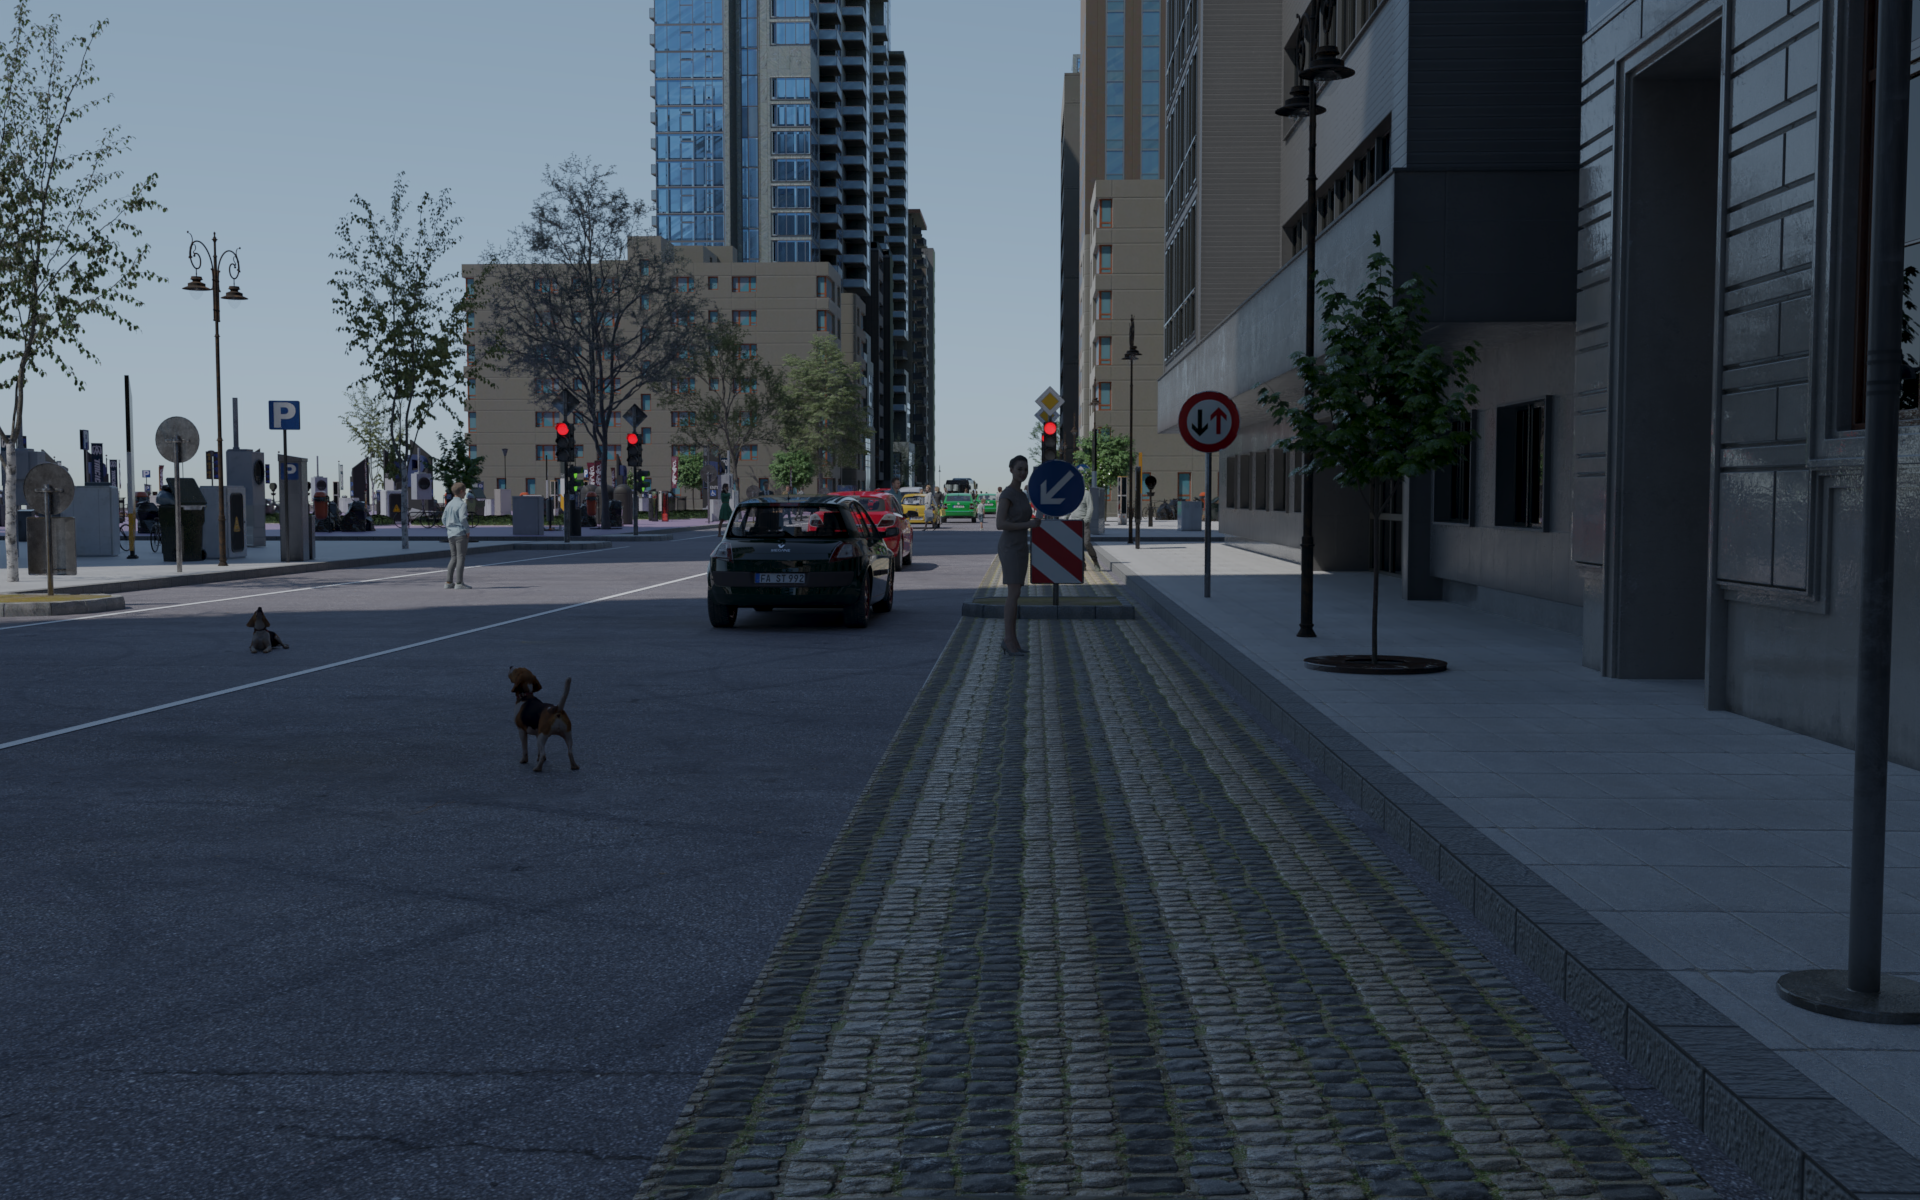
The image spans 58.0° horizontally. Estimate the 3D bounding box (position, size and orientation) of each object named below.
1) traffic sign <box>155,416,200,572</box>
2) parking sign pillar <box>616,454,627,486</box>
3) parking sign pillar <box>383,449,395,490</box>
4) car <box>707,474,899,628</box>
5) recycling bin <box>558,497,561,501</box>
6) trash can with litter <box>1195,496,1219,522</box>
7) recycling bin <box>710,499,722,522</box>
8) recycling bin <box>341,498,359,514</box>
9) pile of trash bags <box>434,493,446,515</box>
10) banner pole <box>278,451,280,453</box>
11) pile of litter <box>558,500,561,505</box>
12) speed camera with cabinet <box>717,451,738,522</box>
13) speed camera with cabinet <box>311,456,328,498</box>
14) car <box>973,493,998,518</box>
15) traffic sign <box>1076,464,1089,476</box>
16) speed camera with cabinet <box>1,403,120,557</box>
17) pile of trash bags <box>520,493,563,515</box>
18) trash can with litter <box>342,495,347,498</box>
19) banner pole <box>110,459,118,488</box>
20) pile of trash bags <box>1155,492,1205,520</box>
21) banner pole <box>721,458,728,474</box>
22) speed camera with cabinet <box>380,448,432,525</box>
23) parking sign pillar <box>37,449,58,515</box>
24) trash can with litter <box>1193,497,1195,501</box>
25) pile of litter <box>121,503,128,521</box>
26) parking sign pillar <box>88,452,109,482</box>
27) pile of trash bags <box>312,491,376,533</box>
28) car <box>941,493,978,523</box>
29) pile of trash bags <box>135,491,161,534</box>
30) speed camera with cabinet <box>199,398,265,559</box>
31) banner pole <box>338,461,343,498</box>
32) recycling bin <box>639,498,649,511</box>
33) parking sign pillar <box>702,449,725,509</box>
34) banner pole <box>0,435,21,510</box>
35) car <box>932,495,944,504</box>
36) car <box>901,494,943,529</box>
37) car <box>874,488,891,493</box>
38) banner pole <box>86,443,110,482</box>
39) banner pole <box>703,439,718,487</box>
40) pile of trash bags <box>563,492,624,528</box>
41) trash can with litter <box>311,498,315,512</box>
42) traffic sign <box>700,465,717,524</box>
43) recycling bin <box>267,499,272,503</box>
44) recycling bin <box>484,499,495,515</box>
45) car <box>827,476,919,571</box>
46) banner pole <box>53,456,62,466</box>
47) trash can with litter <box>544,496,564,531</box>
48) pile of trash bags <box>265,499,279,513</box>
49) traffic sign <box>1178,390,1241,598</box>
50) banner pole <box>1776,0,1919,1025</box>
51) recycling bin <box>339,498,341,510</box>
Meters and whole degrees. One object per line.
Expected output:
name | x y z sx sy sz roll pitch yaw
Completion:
traffic sign | -12.801 -1.726 28.331 0.768 2.556 0.104 0 4 6
parking sign pillar | -22.786 -7.843 116.711 1.447 3.967 1.447 0 4 2
parking sign pillar | -33.853 -7.049 103.718 1.447 3.967 1.447 2 4 33
car | -1.750 -0.622 19.953 2.009 1.686 4.222 0 4 3
recycling bin | -29.490 -7.102 128.669 0.722 1.027 0.722 -2 4 -26
trash can with litter | 11.679 -4.233 80.604 1.055 1.170 0.624 -2 4 -24
recycling bin | -11.342 -4.209 81.369 0.722 1.027 0.722 -1 4 -19
recycling bin | -39.676 -6.140 112.945 0.722 1.027 0.722 0 4 6
pile of trash bags | -28.938 -5.345 97.135 1.912 1.369 3.447 -1 4 -8
banner pole | -39.337 -6.772 100.745 0.863 3.779 0.401 -2 4 -31
pile of litter | -27.300 -6.352 117.824 1.719 0.858 1.176 0 4 4
speed camera with cabinet | -10.657 -5.211 79.528 0.660 3.252 2.038 0 4 4
speed camera with cabinet | -33.625 -5.795 89.076 2.038 3.252 0.660 -3 5 -42
car | 1.702 -5.864 104.673 1.959 1.807 4.718 0 4 1
traffic sign | 5.202 -4.503 73.730 0.768 2.556 0.104 0 4 4
speed camera with cabinet | -18.352 -2.509 35.356 2.038 3.252 0.660 -1 4 -12
pile of trash bags | -24.148 -5.586 101.080 3.447 1.369 1.912 1 4 15
trash can with litter | -44.855 -7.076 126.755 2.233 1.210 1.678 2 4 30
banner pole | -53.836 -7.329 109.846 0.863 3.779 0.401 -3 4 -39
pile of trash bags | 11.259 -4.641 85.637 1.912 1.369 3.447 3 5 43
banner pole | -14.428 -7.033 105.009 0.863 3.779 0.401 0 4 7
speed camera with cabinet | -23.465 -4.834 73.367 2.038 3.252 0.660 -3 5 -42
parking sign pillar | -54.660 -7.056 103.837 1.447 3.967 1.447 2 4 26
trash can with litter | 11.461 -4.300 81.698 1.055 1.170 0.624 0 4 -3
pile of litter | -39.863 -4.133 81.537 1.176 0.858 1.719 2 4 26
parking sign pillar | -52.897 -7.200 106.184 1.447 3.967 1.447 2 4 31
pile of trash bags | -21.111 -2.989 58.620 1.912 1.369 3.447 0 4 -2
car | -0.058 -4.796 87.219 1.959 1.807 4.718 0 4 0
pile of trash bags | -26.248 -2.887 56.952 3.447 1.369 1.912 3 4 36
speed camera with cabinet | -14.651 -2.481 34.898 0.660 3.252 2.038 0 4 -1
banner pole | -46.289 -8.530 129.484 0.863 3.779 0.401 3 5 44
recycling bin | -18.520 -5.444 101.562 0.722 1.027 0.722 -3 5 -40
parking sign pillar | -14.540 -6.965 102.343 1.447 3.967 1.447 0 4 8
banner pole | -35.175 -4.543 64.296 0.863 3.779 0.401 0 4 -5
car | -2.437 -9.542 168.586 1.945 1.354 3.894 0 4 3
car | -1.725 -3.829 72.822 2.015 1.641 3.980 0 4 2
car | -4.892 -6.476 114.560 2.281 1.827 5.304 0 4 4
banner pole | -37.234 -5.164 74.447 0.863 3.779 0.401 -3 4 -38
banner pole | -11.453 -5.406 78.405 0.401 3.779 0.863 1 4 13
pile of trash bags | -14.133 -3.532 67.504 1.912 1.369 3.447 0 4 -5
trash can with litter | -41.995 -6.210 112.916 0.624 1.170 1.055 -2 4 -23
traffic sign | -10.895 -4.584 75.058 0.768 2.556 0.104 0 4 7
recycling bin | -38.710 -5.120 96.259 0.722 1.027 0.722 -3 4 -36
recycling bin | -23.040 -4.458 85.446 0.722 1.027 0.722 3 5 41
car | -1.912 -1.512 33.755 2.155 1.783 4.494 0 4 2
banner pole | -59.706 -7.621 114.612 0.863 3.779 0.401 1 4 22
trash can with litter | -14.304 -3.044 60.830 1.678 1.210 2.233 -1 4 -16
pile of trash bags | -33.626 -4.421 82.042 1.912 1.369 3.447 1 4 11
traffic sign | 3.071 -1.304 21.420 0.768 2.556 0.104 0 4 5
banner pole | 2.511 -0.874 4.311 0.863 3.779 0.401 -1 4 -12
recycling bin | -42.179 -6.503 118.877 0.722 1.027 0.722 3 4 38
